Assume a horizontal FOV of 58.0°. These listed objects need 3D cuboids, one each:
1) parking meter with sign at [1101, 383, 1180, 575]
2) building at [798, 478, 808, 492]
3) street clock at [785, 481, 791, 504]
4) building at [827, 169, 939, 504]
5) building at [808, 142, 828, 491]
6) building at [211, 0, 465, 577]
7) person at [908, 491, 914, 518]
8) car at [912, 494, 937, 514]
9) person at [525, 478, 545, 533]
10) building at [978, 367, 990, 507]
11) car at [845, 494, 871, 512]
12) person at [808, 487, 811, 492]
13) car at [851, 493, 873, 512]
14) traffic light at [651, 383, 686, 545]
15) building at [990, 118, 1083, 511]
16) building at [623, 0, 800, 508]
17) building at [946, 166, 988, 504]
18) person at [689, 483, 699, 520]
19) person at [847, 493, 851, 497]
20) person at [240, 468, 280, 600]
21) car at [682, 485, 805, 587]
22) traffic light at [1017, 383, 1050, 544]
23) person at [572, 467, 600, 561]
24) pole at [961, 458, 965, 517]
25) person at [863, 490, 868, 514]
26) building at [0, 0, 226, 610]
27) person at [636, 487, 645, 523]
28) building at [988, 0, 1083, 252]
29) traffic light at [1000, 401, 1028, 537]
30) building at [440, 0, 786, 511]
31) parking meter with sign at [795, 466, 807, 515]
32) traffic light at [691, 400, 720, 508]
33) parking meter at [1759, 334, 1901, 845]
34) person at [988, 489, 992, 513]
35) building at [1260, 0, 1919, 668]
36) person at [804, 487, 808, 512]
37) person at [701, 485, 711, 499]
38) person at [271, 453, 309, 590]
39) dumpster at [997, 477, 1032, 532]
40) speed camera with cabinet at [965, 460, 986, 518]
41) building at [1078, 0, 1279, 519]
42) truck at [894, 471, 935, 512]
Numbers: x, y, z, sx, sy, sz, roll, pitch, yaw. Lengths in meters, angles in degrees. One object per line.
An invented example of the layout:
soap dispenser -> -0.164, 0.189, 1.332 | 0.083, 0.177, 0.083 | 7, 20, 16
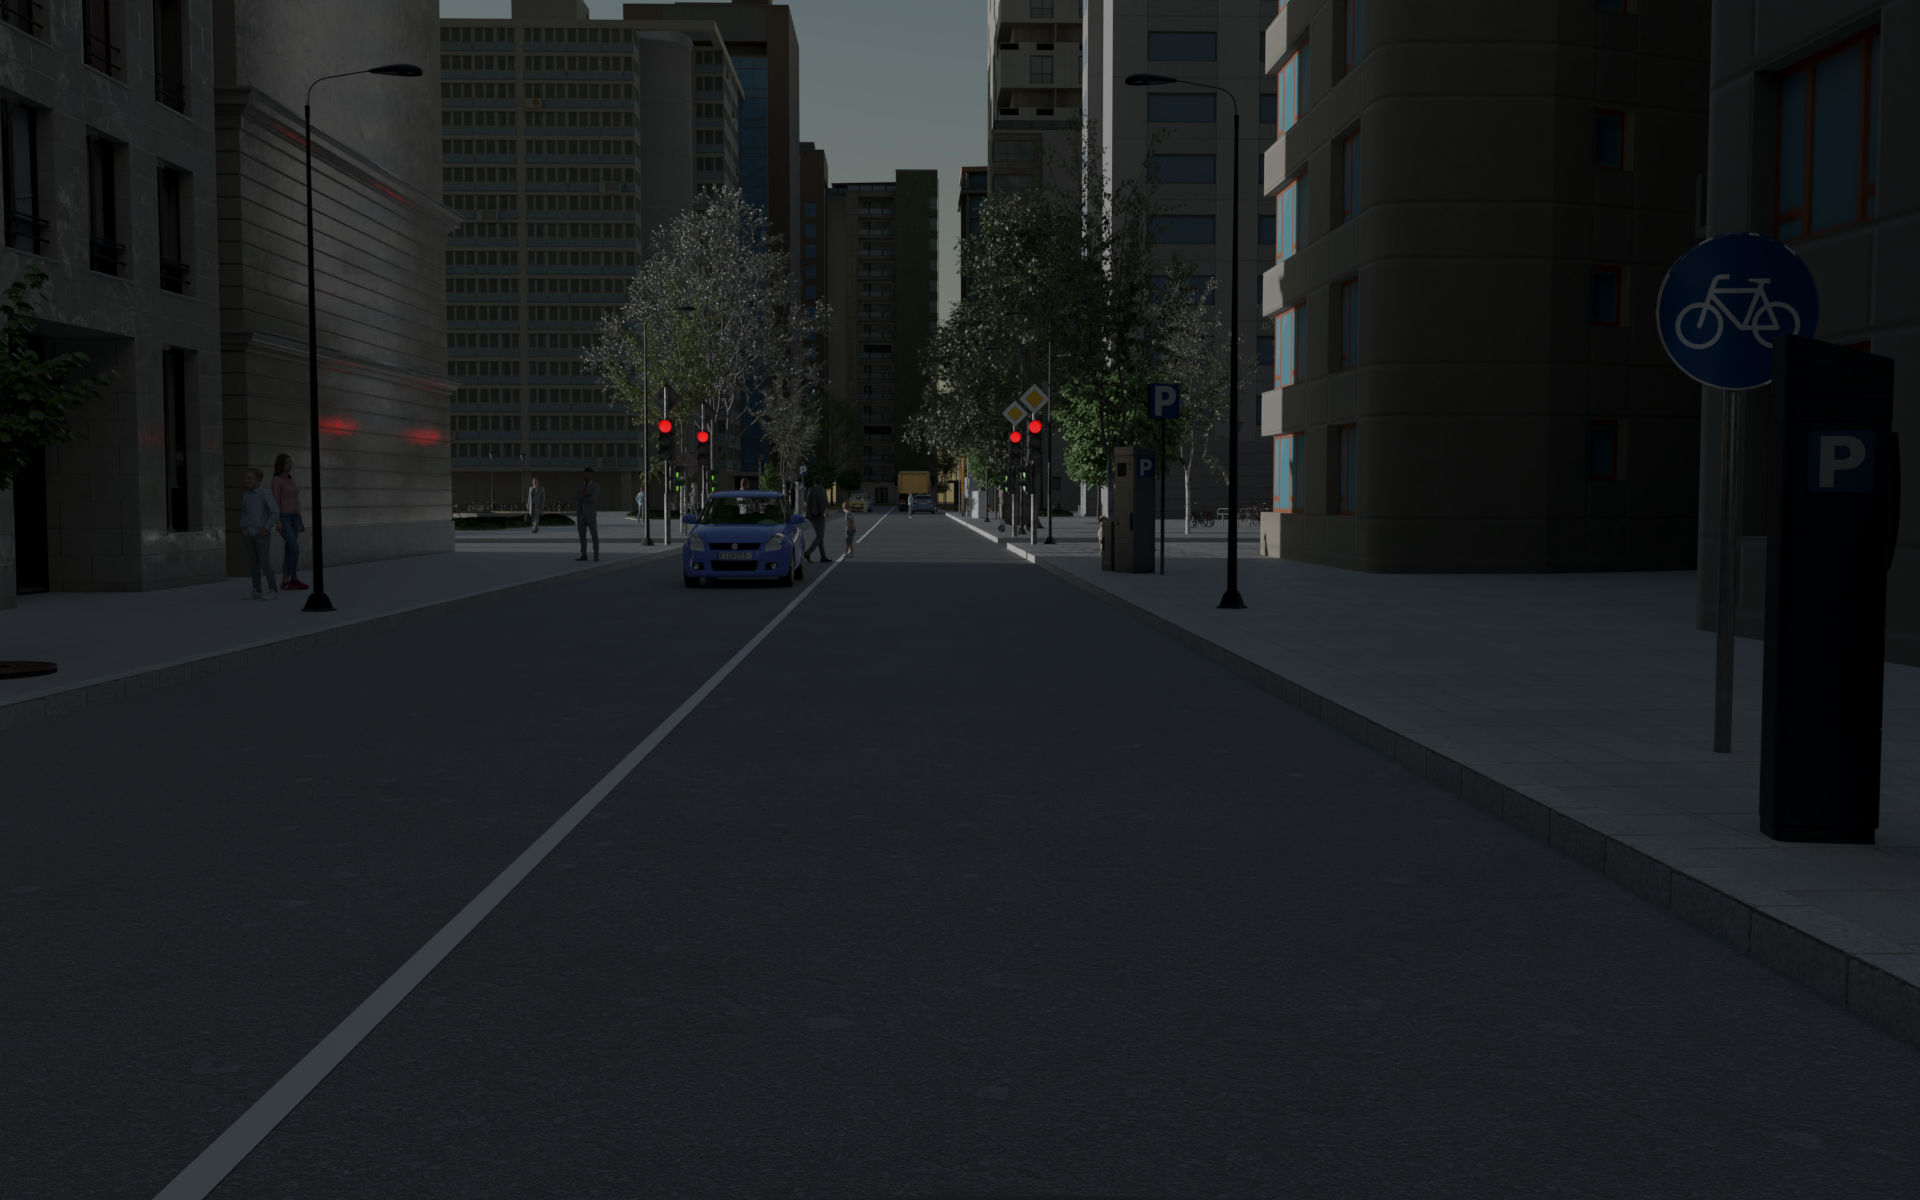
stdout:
parking meter with sign -> 2.866, -1.954, 28.203 | 0.543, 3.016, 1.738 | -2, 4, -25
building -> -30.514, -32.621, 187.982 | 28.867, 44.769, 22.147 | 0, 4, -2
street clock -> -9.240, -5.417, 93.139 | 0.358, 2.002, 0.471 | 0, 4, 2
building -> -9.796, -32.840, 220.529 | 14.086, 41.232, 14.154 | 0, 4, -2
building -> -23.917, -34.823, 219.474 | 14.200, 45.320, 14.600 | 0, 4, -2
building -> -28.047, -13.040, 32.284 | 34.723, 24.649, 14.460 | 0, 4, -2
person -> -2.964, -5.784, 104.881 | 0.330, 1.601, 0.589 | 1, 4, 17
car -> -2.665, -6.878, 124.459 | 2.014, 1.417, 4.499 | 0, 4, -1
person -> -14.012, -3.115, 57.069 | 0.694, 1.812, 0.767 | 1, 4, 18
building -> 15.574, -20.891, 186.601 | 27.650, 21.520, 28.899 | 0, 4, -2
car -> -8.016, -7.730, 136.611 | 2.015, 1.641, 3.980 | 0, 4, -2
person -> -10.968, -7.327, 126.014 | 0.511, 1.800, 0.466 | 2, 4, 27
car -> -8.056, -8.089, 141.849 | 1.945, 1.707, 3.694 | 0, 4, -2
traffic light -> -7.385, -3.356, 43.790 | 0.839, 4.253, 0.868 | 0, 4, -2
building -> 9.287, -22.355, 137.210 | 14.160, 30.474, 14.107 | 0, 4, -2
building -> -21.836, -31.009, 157.105 | 14.600, 45.320, 14.200 | 0, 4, -2
building -> 12.622, -34.839, 224.238 | 28.867, 44.769, 22.147 | 0, 4, -2
person -> -12.224, -4.469, 79.290 | 0.526, 1.800, 0.537 | -1, 4, -16
person -> -12.745, -11.751, 201.402 | 0.991, 1.433, 0.599 | 0, 4, -4
person -> -8.541, -0.806, 21.037 | 0.589, 1.601, 0.330 | 2, 4, 34
car -> -3.430, -1.115, 27.816 | 1.945, 1.707, 3.694 | 0, 4, -1
traffic light -> 1.872, -3.374, 44.084 | 0.839, 4.253, 0.868 | 0, 4, -2
person -> -7.171, -1.651, 33.223 | 0.511, 1.800, 0.466 | 0, 4, 1
pole -> 0.186, -6.374, 98.062 | 0.158, 3.312, 0.155 | 0, 3, 0
person -> -6.832, -7.077, 124.759 | 0.362, 1.759, 0.519 | 0, 4, 2
building -> -15.719, -9.881, 16.314 | 10.420, 20.320, 16.860 | 0, 4, -2
person -> -14.222, -4.265, 77.590 | 0.589, 1.601, 0.330 | 2, 4, 33
building -> 16.483, -34.757, 157.518 | 28.713, 52.752, 27.495 | 0, 4, -2
traffic light -> 1.631, -3.862, 52.066 | 0.839, 4.253, 0.868 | 0, 4, -2
building -> -30.489, -27.277, 137.858 | 32.217, 40.220, 23.993 | 0, 4, -2
parking meter with sign -> -9.969, -6.843, 108.144 | 0.543, 3.016, 1.738 | -1, 4, -17
traffic light -> -7.625, -3.844, 51.772 | 0.839, 4.253, 0.868 | 0, 4, -2
parking meter -> 3.221, -0.043, 6.419 | 0.399, 1.863, 0.255 | 1, 4, 9
person -> 1.822, -6.531, 112.925 | 0.778, 1.811, 0.616 | 2, 4, 35
building -> 20.617, -10.825, 22.026 | 27.650, 21.520, 28.899 | 0, 4, -2
person -> -10.713, -7.173, 123.541 | 1.509, 1.804, 0.699 | -3, 4, -39
person -> -15.906, -6.258, 108.459 | 0.679, 1.850, 0.850 | 0, 4, -4
person -> -8.941, -1.039, 23.036 | 0.388, 1.821, 0.555 | 0, 4, 3
dumpster -> 1.912, -3.225, 58.492 | 1.264, 1.857, 1.865 | 0, 4, -2
speed camera with cabinet -> 0.873, -6.041, 93.110 | 0.660, 3.252, 2.038 | -1, 4, -21
building -> 17.631, -34.121, 99.877 | 21.231, 58.520, 28.212 | 0, 4, -2
truck -> -3.838, -9.144, 145.423 | 3.469, 3.379, 9.791 | 0, 4, -1
